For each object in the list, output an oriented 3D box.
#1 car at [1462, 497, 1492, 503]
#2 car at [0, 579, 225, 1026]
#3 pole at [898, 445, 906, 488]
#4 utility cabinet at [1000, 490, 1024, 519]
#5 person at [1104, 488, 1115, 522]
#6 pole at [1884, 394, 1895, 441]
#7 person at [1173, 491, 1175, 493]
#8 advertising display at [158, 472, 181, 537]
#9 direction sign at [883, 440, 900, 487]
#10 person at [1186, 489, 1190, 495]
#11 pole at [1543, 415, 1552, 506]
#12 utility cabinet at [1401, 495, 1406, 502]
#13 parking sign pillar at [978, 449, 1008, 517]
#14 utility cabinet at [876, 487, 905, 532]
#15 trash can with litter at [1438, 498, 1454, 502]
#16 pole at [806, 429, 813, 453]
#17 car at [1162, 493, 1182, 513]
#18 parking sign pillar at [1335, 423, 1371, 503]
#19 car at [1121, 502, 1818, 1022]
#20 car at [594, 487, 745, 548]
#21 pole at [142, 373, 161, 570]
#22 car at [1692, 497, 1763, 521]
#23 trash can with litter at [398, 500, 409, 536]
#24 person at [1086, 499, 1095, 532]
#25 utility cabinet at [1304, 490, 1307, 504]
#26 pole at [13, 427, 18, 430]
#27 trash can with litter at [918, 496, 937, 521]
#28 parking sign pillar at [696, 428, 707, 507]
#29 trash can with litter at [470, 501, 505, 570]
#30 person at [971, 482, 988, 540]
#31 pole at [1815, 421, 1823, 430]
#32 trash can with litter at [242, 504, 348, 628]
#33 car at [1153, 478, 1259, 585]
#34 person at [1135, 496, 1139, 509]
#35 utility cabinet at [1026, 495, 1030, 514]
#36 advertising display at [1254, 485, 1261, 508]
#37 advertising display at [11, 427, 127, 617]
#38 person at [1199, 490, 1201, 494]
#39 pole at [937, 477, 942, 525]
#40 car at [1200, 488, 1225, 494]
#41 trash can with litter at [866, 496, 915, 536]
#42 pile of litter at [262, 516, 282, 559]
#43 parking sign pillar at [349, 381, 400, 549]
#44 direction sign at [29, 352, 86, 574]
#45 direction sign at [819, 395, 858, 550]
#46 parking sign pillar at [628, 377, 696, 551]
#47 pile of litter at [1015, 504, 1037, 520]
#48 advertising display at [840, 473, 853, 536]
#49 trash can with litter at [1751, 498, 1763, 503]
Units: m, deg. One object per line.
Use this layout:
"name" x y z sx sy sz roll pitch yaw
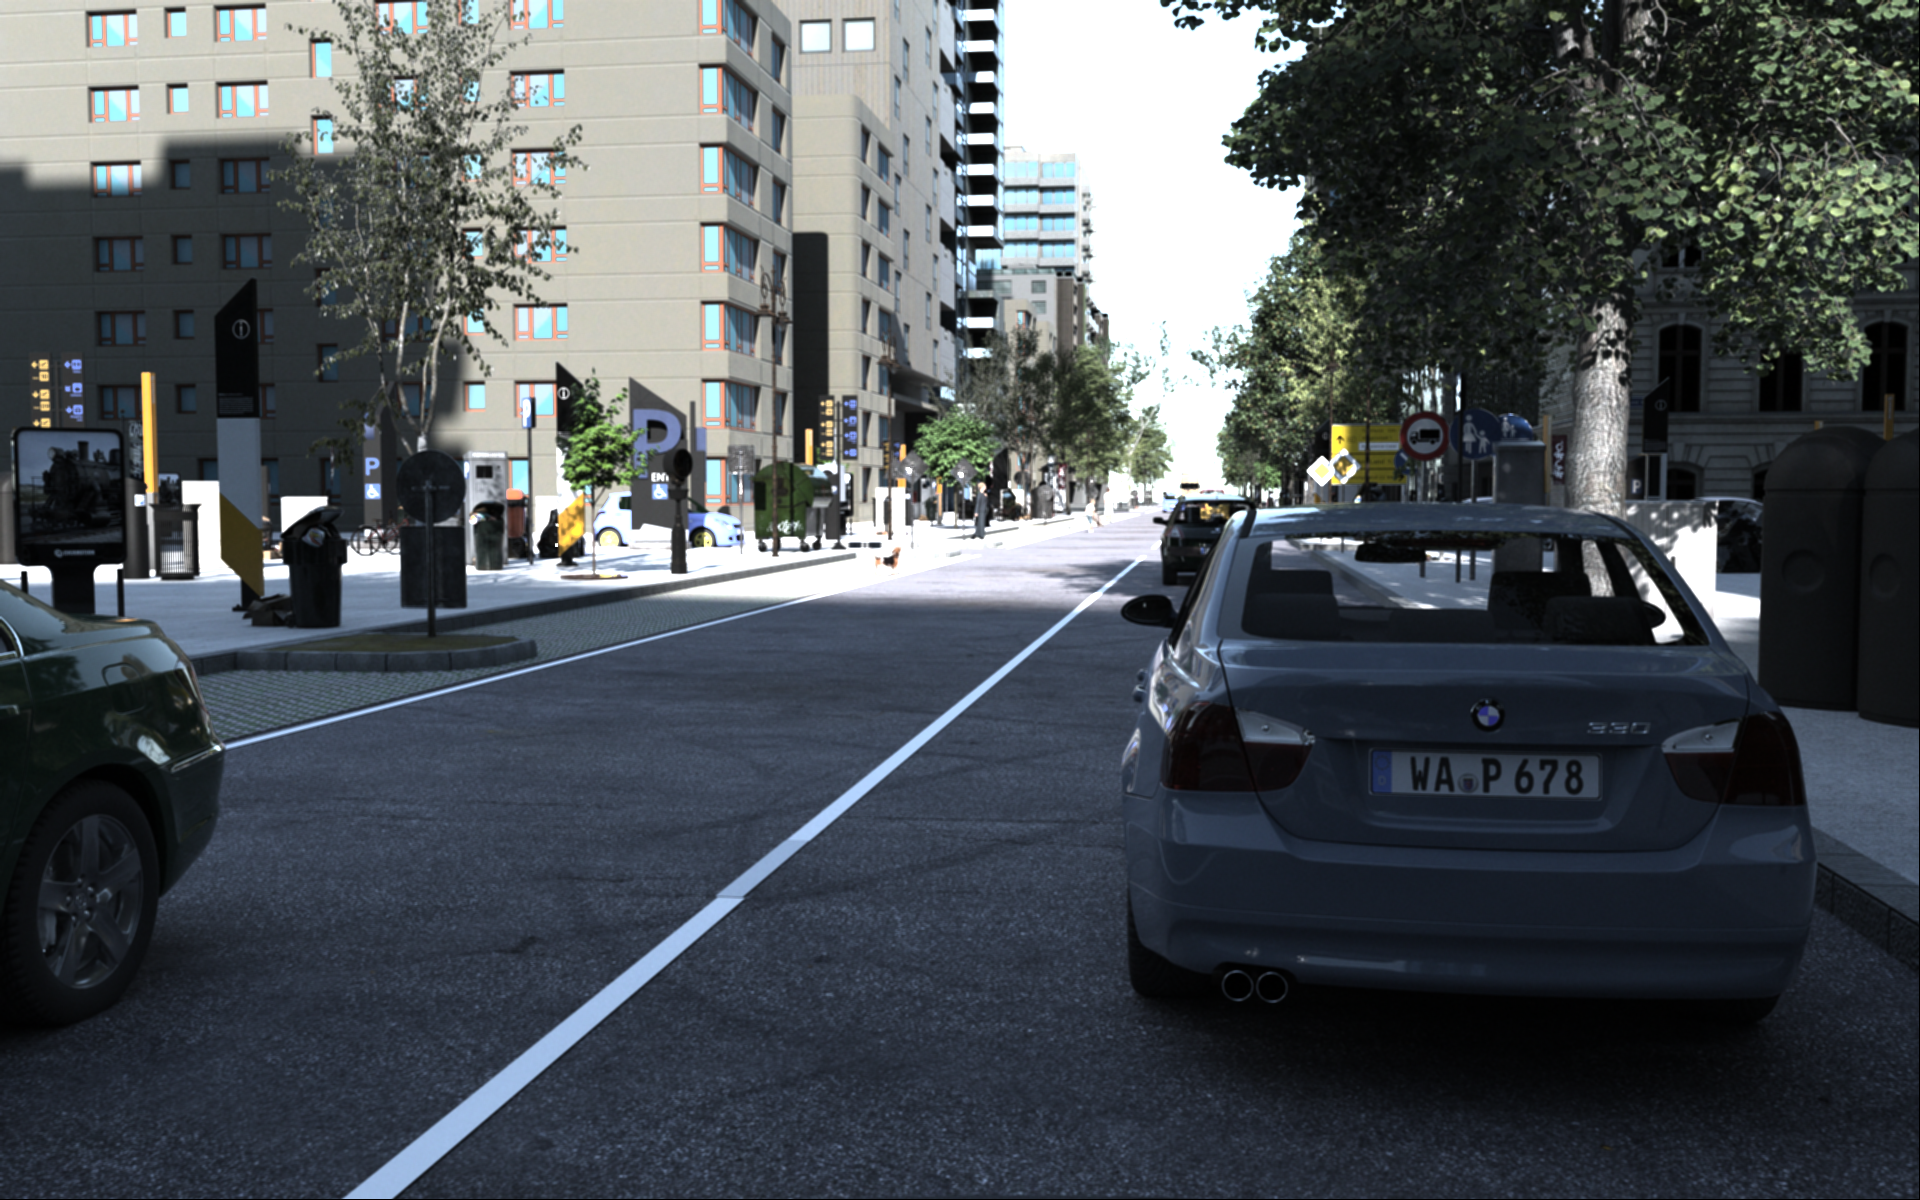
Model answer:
"car" 12.334 -1.773 41.350 4.827 1.381 2.083 0 4 8
"car" -3.414 0.509 3.480 2.131 1.459 4.920 0 4 6
"pole" -2.344 -4.745 71.419 0.158 3.312 0.155 0 3 0
"utility cabinet" 2.660 -4.885 88.540 1.173 1.500 0.318 0 4 1
"person" 7.591 -4.819 87.853 0.480 1.755 0.524 1 4 22
"pole" 18.947 -2.541 35.394 0.158 3.312 0.155 0 3 0
"person" 22.376 -10.513 181.096 1.217 1.735 0.721 0 4 -8
"advertising display" -23.584 -2.822 51.361 0.123 1.923 0.974 2 4 33
"direction sign" -2.871 -4.937 72.717 0.876 3.537 0.379 -3 5 -41
"person" 14.609 -6.266 111.291 0.374 1.781 0.599 0 4 -6
"pole" 15.156 -3.115 44.767 0.158 3.312 0.155 0 3 0
"utility cabinet" 21.085 -4.342 82.159 0.306 1.237 1.020 -2 4 -27
"parking sign pillar" 2.110 -6.721 98.366 1.447 3.967 1.447 -3 4 -37
"utility cabinet" -2.328 -3.009 57.872 0.318 1.500 1.173 3 4 38
"trash can with litter" 13.545 -2.303 49.038 0.624 1.170 1.055 -1 4 -11
"pole" -4.743 -3.712 54.533 0.158 3.312 0.155 0 3 0
"car" 16.654 -7.648 134.635 1.945 1.707 3.694 1 4 8
"parking sign pillar" 14.536 -4.616 63.946 1.447 3.967 1.447 1 4 14
"car" 1.541 0.361 6.094 2.014 1.417 4.499 1 4 9
"car" -7.182 -2.039 42.921 3.694 1.707 1.945 1 4 9
"pole" -13.630 -2.162 29.189 0.158 3.312 0.155 0 3 0
"car" 17.900 -1.683 39.874 4.827 1.381 2.083 1 4 10
"trash can with litter" -16.482 -2.376 50.234 0.624 1.170 1.055 3 5 42
"person" 4.895 -3.167 64.963 0.352 1.250 0.332 0 4 -5
"utility cabinet" 19.750 -5.427 97.408 0.318 1.500 1.173 3 4 37
"pole" -28.684 -3.601 52.720 0.158 3.312 0.155 0 3 0
"trash can with litter" -1.477 -4.304 81.761 0.624 1.170 1.055 3 5 40
"parking sign pillar" -7.726 -3.825 51.014 1.447 3.967 1.447 -1 4 -9
"trash can with litter" -8.035 -1.089 29.198 0.624 1.170 1.055 -2 4 -26
"person" 0.584 -2.566 50.878 0.534 1.772 0.576 0 4 -7
"pole" 23.870 -3.326 48.226 0.158 3.312 0.155 0 3 0
"trash can with litter" -6.456 -0.327 16.727 1.055 1.170 0.624 1 4 18
"car" 4.193 -1.150 28.590 2.009 1.686 4.222 0 4 7
"person" 15.204 -8.390 148.915 0.421 1.427 0.697 0 4 1
"utility cabinet" 4.061 -5.137 95.153 1.020 1.237 0.306 -2 4 -25
"advertising display" 20.421 -6.955 118.927 0.123 1.923 0.974 -1 4 -10
"advertising display" -8.649 -0.712 16.850 0.974 1.923 0.123 -3 4 -39
"person" 24.814 -10.407 178.738 1.350 1.814 0.705 -1 4 -12
"pole" -0.849 -4.725 71.091 0.158 3.312 0.155 0 3 0
"car" 16.623 -6.446 114.062 2.281 1.827 5.304 0 4 8
"trash can with litter" -2.091 -2.641 54.235 1.678 1.210 2.233 1 4 8
"pile of litter" -13.689 -1.249 34.379 1.719 0.858 1.176 -3 4 -37
"parking sign pillar" -13.611 -3.192 40.666 1.447 3.967 1.447 0 4 -2
"direction sign" -14.450 -2.190 27.802 0.876 3.537 0.379 0 4 3
"direction sign" -2.786 -2.921 39.756 0.876 3.537 0.379 0 4 3
"parking sign pillar" -6.935 -3.145 39.899 1.447 3.967 1.447 -1 4 -13
"pile of litter" 3.083 -4.455 86.804 1.719 0.858 1.176 -1 4 -13
"advertising display" -3.658 -2.937 53.241 0.974 1.923 0.123 3 5 41
"trash can with litter" 20.775 -2.023 44.458 0.624 1.170 1.055 -2 4 -28
